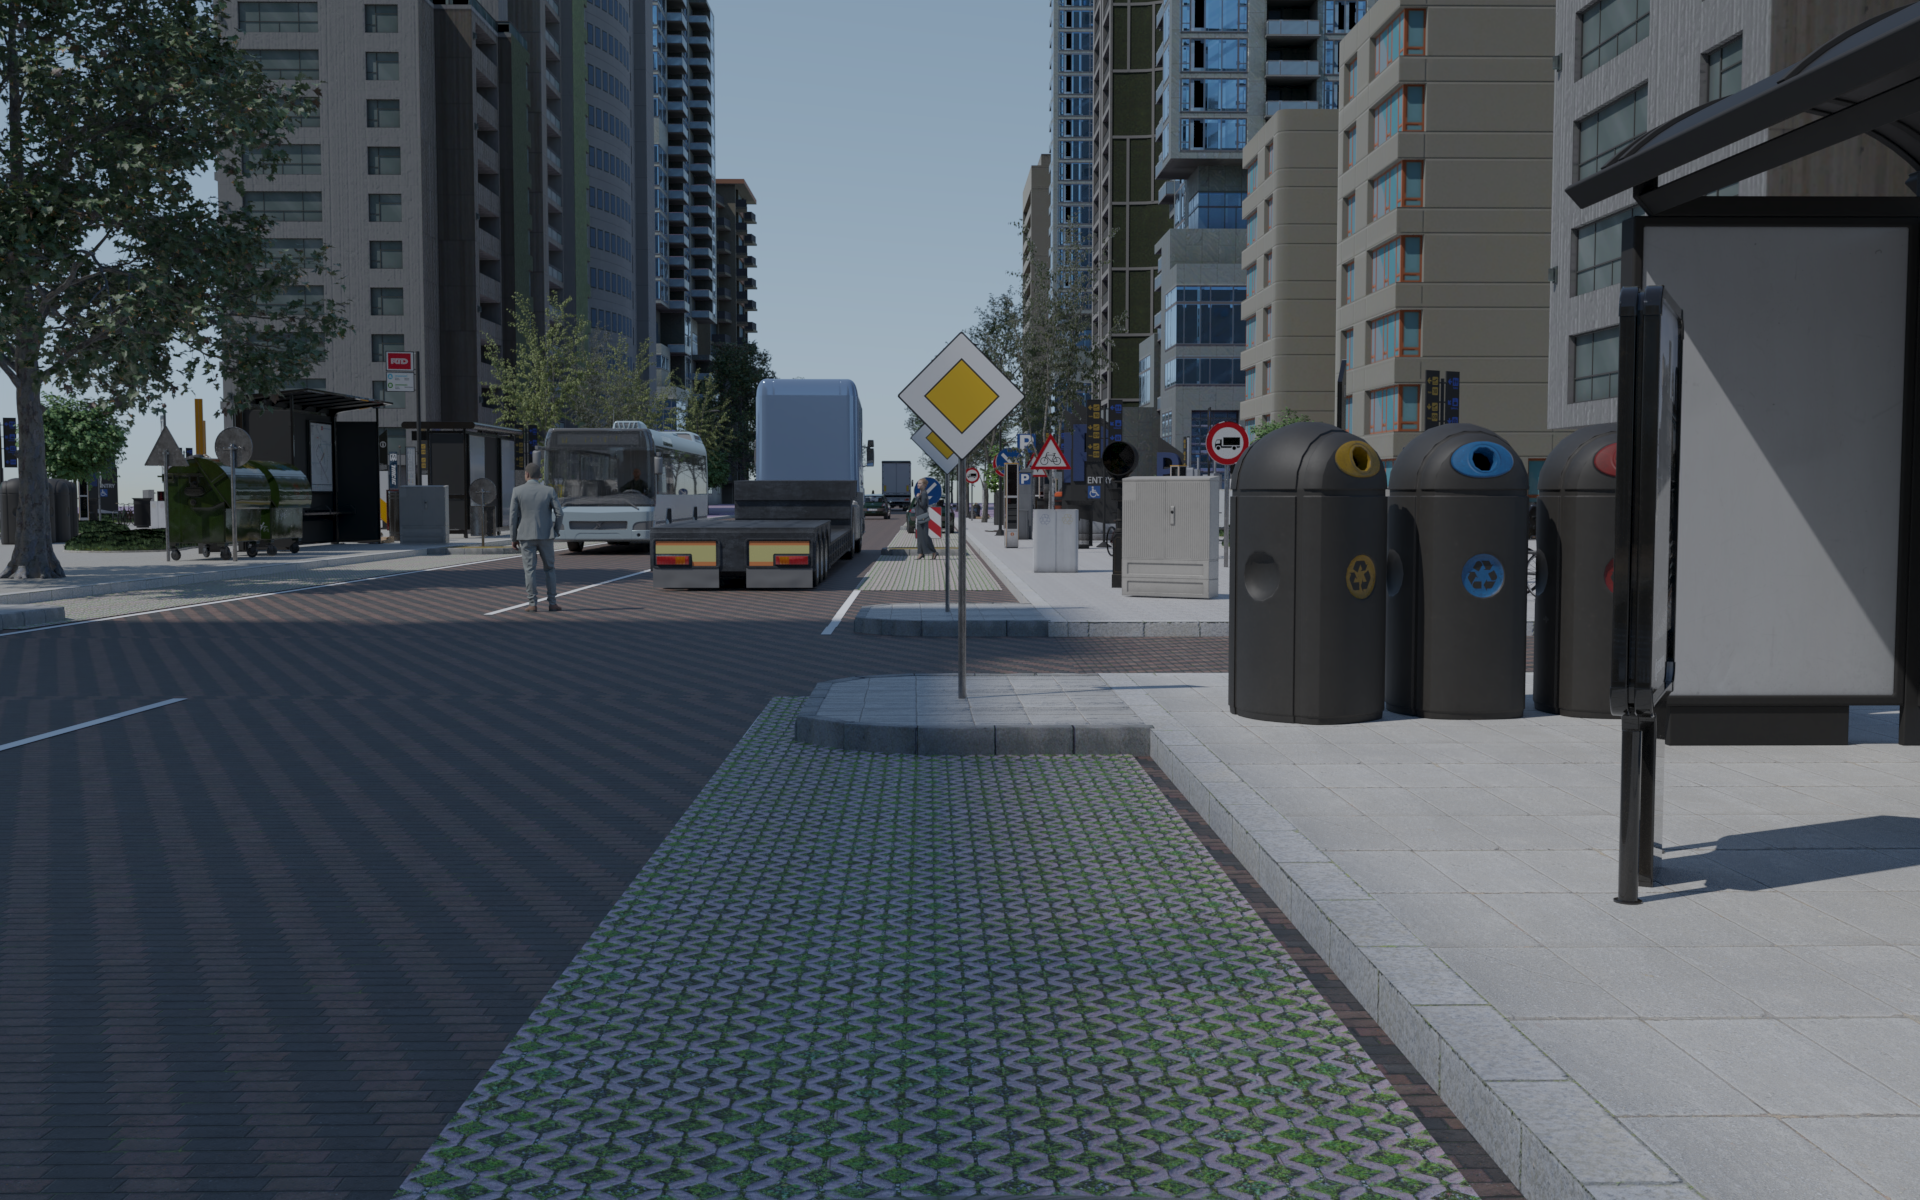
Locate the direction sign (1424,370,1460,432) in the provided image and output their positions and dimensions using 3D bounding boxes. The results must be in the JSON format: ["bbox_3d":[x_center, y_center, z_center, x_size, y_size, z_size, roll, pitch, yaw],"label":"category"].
[{"bbox_3d":[8.857,-2.440,31.883,0.876,3.537,0.379,-2,4,-32],"label":"direction sign"}]

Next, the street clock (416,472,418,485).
[{"bbox_3d":[-17.579,-3.138,55.880,0.358,2.002,0.471,-1,4,-23],"label":"street clock"}]

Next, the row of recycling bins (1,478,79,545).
[{"bbox_3d":[-24.080,-2.344,45.434,1.069,1.692,3.534,0,4,-7],"label":"row of recycling bins"}]

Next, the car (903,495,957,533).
[{"bbox_3d":[-1.107,-3.314,63.966,2.009,1.686,4.222,0,4,-2],"label":"car"}]

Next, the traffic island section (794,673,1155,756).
[{"bbox_3d":[0.034,0.697,10.890,2.009,0.180,2.903,0,4,-1],"label":"traffic island section"}]

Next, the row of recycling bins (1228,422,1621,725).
[{"bbox_3d":[3.330,-0.185,10.142,3.534,1.692,1.069,0,4,-5],"label":"row of recycling bins"}]

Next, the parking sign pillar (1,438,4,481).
[{"bbox_3d":[-46.544,-5.777,82.922,1.447,3.967,1.447,-1,4,-21],"label":"parking sign pillar"}]

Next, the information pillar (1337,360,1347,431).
[{"bbox_3d":[6.612,-2.367,30.062,0.183,3.616,0.504,1,4,21],"label":"information pillar"}]

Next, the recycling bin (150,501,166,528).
[{"bbox_3d":[-28.295,-3.006,61.705,0.722,1.027,0.722,1,4,19],"label":"recycling bin"}]

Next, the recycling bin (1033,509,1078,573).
[{"bbox_3d":[1.570,-0.976,28.505,0.722,1.027,0.722,0,4,1],"label":"recycling bin"}]

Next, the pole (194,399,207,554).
[{"bbox_3d":[-16.261,-2.645,37.086,0.158,3.312,0.155,0,3,0],"label":"pole"}]

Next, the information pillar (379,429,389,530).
[{"bbox_3d":[-20.842,-4.348,62.445,0.504,3.616,0.183,0,4,-4],"label":"information pillar"}]

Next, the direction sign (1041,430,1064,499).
[{"bbox_3d":[3.303,-4.221,61.009,0.876,3.537,0.379,0,4,-1],"label":"direction sign"}]

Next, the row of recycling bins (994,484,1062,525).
[{"bbox_3d":[3.146,-3.930,71.374,3.534,1.692,1.069,0,4,3],"label":"row of recycling bins"}]

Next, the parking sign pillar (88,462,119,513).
[{"bbox_3d":[-40.480,-5.701,81.686,1.447,3.967,1.447,-3,5,-41],"label":"parking sign pillar"}]

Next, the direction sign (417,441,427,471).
[{"bbox_3d":[-17.754,-4.036,57.989,0.876,3.537,0.379,1,4,12],"label":"direction sign"}]

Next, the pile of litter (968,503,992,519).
[{"bbox_3d":[1.092,-4.611,89.357,1.176,0.858,1.719,3,5,45],"label":"pile of litter"}]

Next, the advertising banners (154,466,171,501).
[{"bbox_3d":[-41.999,-5.795,90.934,0.090,3.025,2.074,1,4,18],"label":"advertising banners"}]

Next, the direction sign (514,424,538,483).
[{"bbox_3d":[-14.145,-3.946,56.520,0.379,3.537,0.876,3,5,40],"label":"direction sign"}]

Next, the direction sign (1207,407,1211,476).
[{"bbox_3d":[6.532,-3.270,45.461,0.379,3.537,0.876,0,4,4],"label":"direction sign"}]

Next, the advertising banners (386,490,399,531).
[{"bbox_3d":[-19.842,-3.945,60.695,2.074,3.025,0.090,0,4,1],"label":"advertising banners"}]

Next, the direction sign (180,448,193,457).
[{"bbox_3d":[-37.775,-5.652,84.403,0.379,3.537,0.876,3,4,37],"label":"direction sign"}]

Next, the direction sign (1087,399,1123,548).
[{"bbox_3d":[3.464,-3.031,41.548,0.876,3.537,0.379,-1,4,-10],"label":"direction sign"}]

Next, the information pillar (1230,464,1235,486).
[{"bbox_3d":[14.709,-6.242,93.413,0.183,3.616,0.504,-1,4,-18],"label":"information pillar"}]

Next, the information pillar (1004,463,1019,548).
[{"bbox_3d":[1.216,-2.232,40.987,0.304,2.012,0.304,0,4,-7],"label":"information pillar"}]

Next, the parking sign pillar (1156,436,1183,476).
[{"bbox_3d":[9.782,-5.631,80.546,1.447,3.967,1.447,2,4,28],"label":"parking sign pillar"}]

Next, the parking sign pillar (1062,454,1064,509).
[{"bbox_3d":[3.894,-4.048,54.651,1.447,3.967,1.447,1,4,16],"label":"parking sign pillar"}]

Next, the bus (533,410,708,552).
[{"bbox_3d":[-8.669,-3.129,46.012,2.948,3.499,13.247,0,4,-2],"label":"bus"}]

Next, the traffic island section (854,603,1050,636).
[{"bbox_3d":[-0.116,0.208,18.873,2.009,0.180,2.903,0,4,-1],"label":"traffic island section"}]

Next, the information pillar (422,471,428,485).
[{"bbox_3d":[-23.128,-5.102,74.766,0.504,3.616,0.183,0,4,-3],"label":"information pillar"}]

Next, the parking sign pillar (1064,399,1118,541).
[{"bbox_3d":[3.752,-3.661,48.329,1.447,3.967,1.447,1,4,8],"label":"parking sign pillar"}]

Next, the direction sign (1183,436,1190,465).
[{"bbox_3d":[8.884,-4.650,68.027,0.379,3.537,0.876,0,4,-7],"label":"direction sign"}]

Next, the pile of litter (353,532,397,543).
[{"bbox_3d":[-15.495,-1.944,45.750,1.176,0.858,1.719,-1,4,-9],"label":"pile of litter"}]

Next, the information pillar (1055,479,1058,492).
[{"bbox_3d":[4.530,-4.819,83.286,0.304,2.012,0.304,1,4,21],"label":"information pillar"}]

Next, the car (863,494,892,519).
[{"bbox_3d":[-4.904,-5.474,99.291,2.009,1.686,4.222,0,4,1],"label":"car"}]

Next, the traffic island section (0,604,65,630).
[{"bbox_3d":[-11.105,0.221,18.673,2.009,0.180,2.903,0,4,-1],"label":"traffic island section"}]

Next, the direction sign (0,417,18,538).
[{"bbox_3d":[-28.351,-3.622,51.212,0.876,3.537,0.379,-1,4,-19],"label":"direction sign"}]

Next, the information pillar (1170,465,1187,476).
[{"bbox_3d":[5.581,-2.433,44.277,0.304,2.012,0.304,-3,5,-40],"label":"information pillar"}]

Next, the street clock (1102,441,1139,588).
[{"bbox_3d":[2.187,-1.169,23.679,0.471,2.002,0.358,1,4,17],"label":"street clock"}]

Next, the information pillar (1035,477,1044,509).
[{"bbox_3d":[3.061,-3.840,67.270,0.304,2.012,0.304,3,5,40],"label":"information pillar"}]

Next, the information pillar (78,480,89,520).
[{"bbox_3d":[-30.544,-3.417,60.354,0.304,2.012,0.304,-2,4,-30],"label":"information pillar"}]
